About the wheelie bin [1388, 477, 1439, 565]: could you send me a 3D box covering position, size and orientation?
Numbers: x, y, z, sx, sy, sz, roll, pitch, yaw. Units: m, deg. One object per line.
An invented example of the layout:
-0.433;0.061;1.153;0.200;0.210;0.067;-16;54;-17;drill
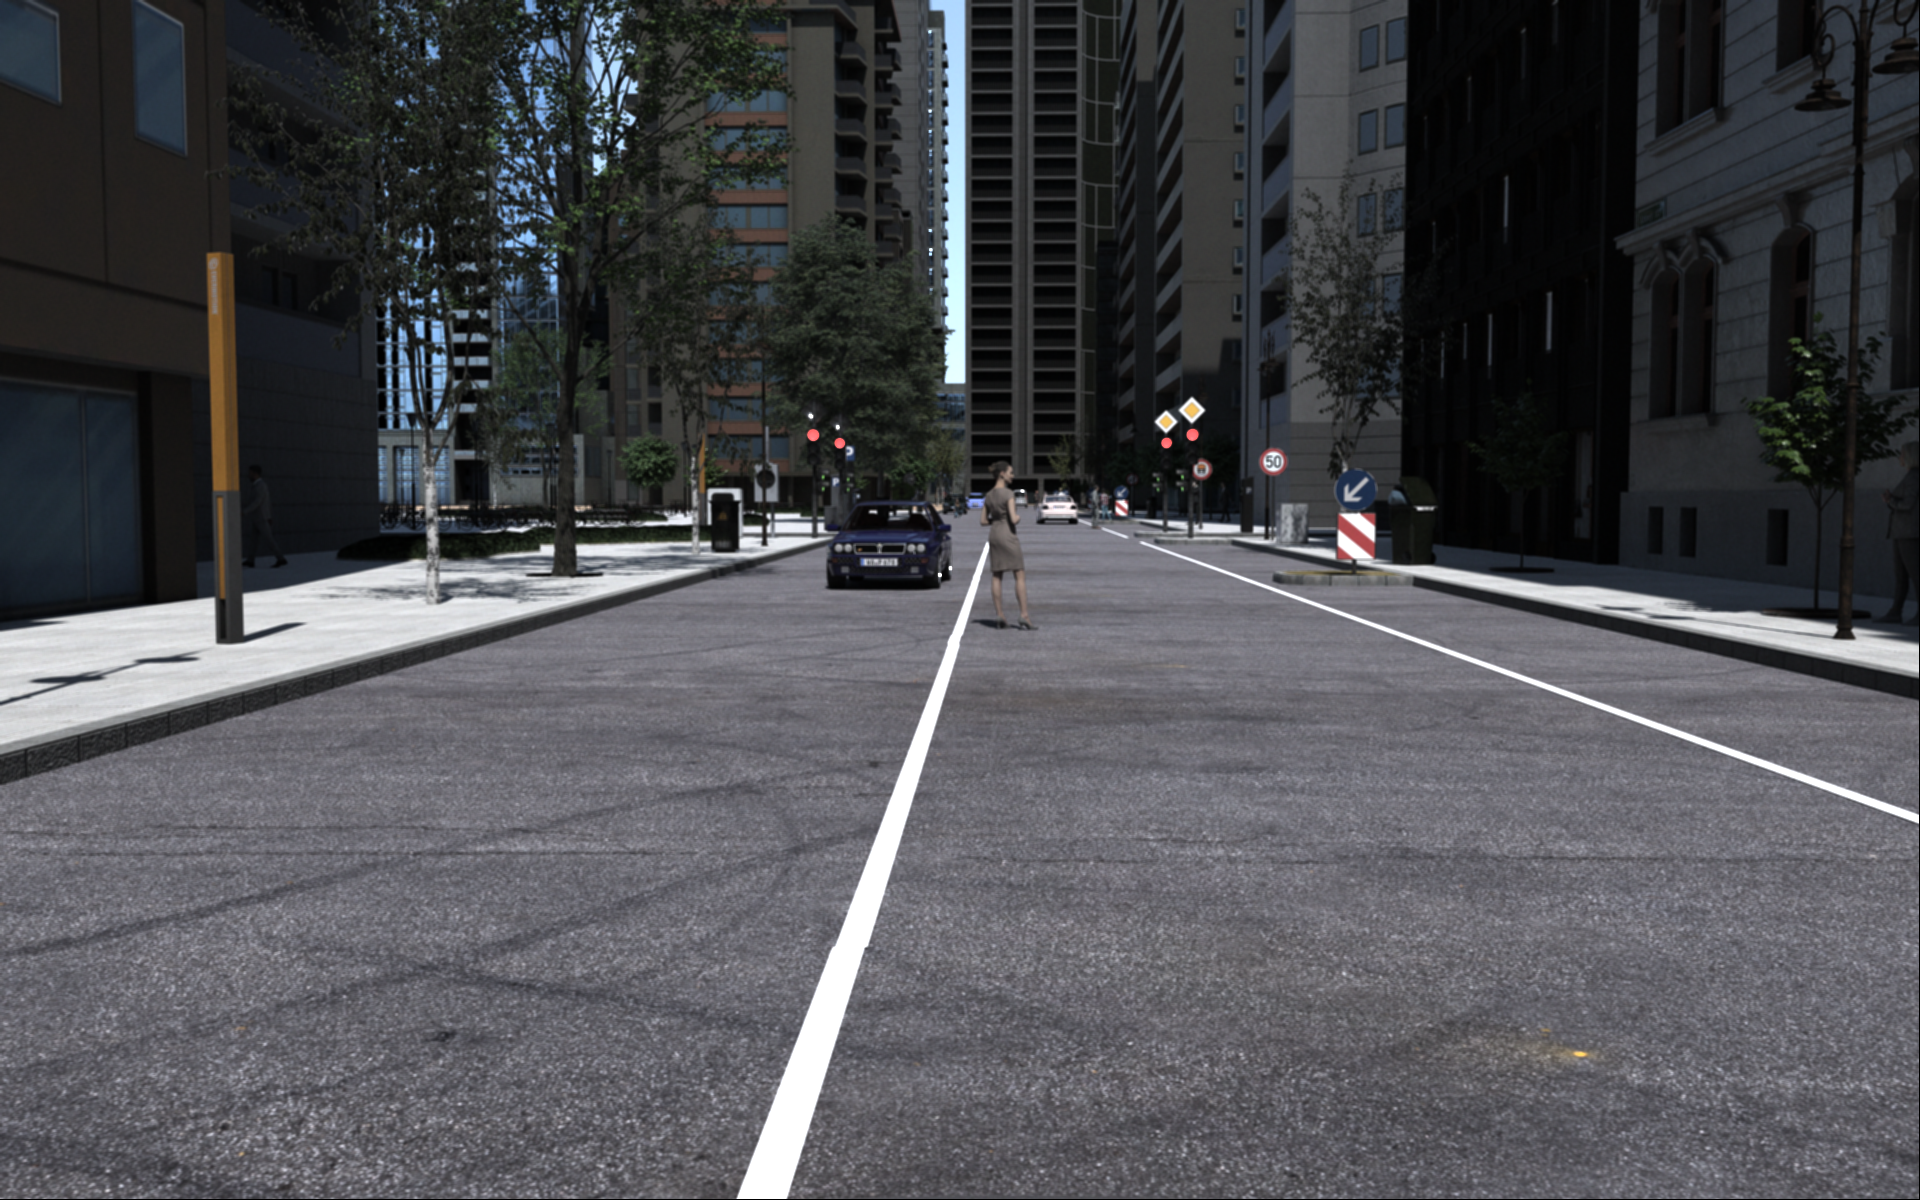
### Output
8.162;-1.433;31.343;0.980;1.594;0.693;-2;4;-30;wheelie bin

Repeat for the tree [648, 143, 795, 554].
-5.577;-5.267;36.483;4.360;8.622;3.978;0;3;0;tree

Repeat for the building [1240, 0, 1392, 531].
26.487;-32.134;67.387;28.212;58.520;21.231;0;4;1;building

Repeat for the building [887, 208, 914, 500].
-11.913;-24.323;169.388;14.160;30.474;14.107;0;4;1;building

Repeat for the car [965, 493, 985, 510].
1.481;-9.243;160.714;1.945;1.707;3.694;0;4;2;car

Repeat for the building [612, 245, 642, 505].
-31.596;-26.190;199.904;14.107;30.474;14.160;0;4;1;building

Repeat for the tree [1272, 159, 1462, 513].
8.933;-5.431;39.163;4.360;8.622;3.978;0;3;0;tree

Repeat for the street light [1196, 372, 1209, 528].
9.103;-5.659;65.312;0.468;5.910;1.993;0;4;1;street light

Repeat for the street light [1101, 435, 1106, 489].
10.945;-9.779;132.679;0.468;5.910;1.993;0;4;1;street light

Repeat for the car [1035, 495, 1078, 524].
4.690;-4.365;83.723;2.083;1.381;4.827;0;4;0;car

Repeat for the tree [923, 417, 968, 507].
-1.380;-13.207;166.297;4.737;8.622;4.395;0;3;0;tree

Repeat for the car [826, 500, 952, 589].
-1.080;-0.913;27.501;1.945;1.354;3.894;0;4;3;car

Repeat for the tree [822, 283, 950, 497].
-3.860;-10.615;91.676;7.486;12.596;7.792;0;3;0;tree

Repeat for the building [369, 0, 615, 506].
-54.247;-53.951;194.775;31.000;86.520;22.319;0;4;1;building

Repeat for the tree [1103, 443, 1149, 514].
10.805;-6.645;92.363;4.285;4.588;4.351;0;3;0;tree

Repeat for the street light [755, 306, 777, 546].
-4.836;-4.275;42.687;0.468;5.910;1.993;0;4;1;street light

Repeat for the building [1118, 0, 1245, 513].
25.077;-32.163;149.567;21.300;48.544;21.600;0;4;1;building

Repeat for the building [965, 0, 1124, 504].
11.155;-48.380;229.265;20.611;71.187;20.563;0;4;1;building

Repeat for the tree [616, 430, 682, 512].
-15.762;-6.372;87.891;4.285;4.588;4.351;0;3;0;tree

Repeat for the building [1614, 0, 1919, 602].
17.598;-14.139;18.568;14.401;28.519;23.554;0;4;1;building

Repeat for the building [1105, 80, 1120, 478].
27.162;-33.999;175.485;23.786;49.044;30.456;0;4;1;building

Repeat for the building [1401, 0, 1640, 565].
17.933;-12.771;38.485;12.332;23.373;15.834;0;4;1;building

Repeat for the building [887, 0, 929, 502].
-14.315;-46.312;195.451;20.611;71.187;20.563;0;4;1;building

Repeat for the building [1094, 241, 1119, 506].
22.379;-26.099;198.425;14.160;30.474;14.107;0;4;1;building

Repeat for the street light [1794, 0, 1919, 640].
7.826;-2.591;15.149;0.468;5.910;1.993;0;4;1;street light

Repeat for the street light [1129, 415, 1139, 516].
9.951;-7.730;99.168;0.468;5.910;1.993;0;4;1;street light

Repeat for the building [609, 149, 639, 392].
-37.325;-35.335;227.844;14.200;45.320;14.600;0;4;1;building

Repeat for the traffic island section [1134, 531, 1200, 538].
6.904;-2.189;58.077;2.009;0.180;2.903;0;4;1;traffic island section

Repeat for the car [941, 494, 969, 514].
-0.347;-7.024;124.629;2.009;1.686;4.222;0;4;1;car

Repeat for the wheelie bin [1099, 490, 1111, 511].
10.856;-7.472;130.077;0.980;1.594;0.693;-1;4;-14;wheelie bin

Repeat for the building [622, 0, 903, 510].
-16.359;-30.152;147.614;22.147;44.769;28.867;0;4;1;building

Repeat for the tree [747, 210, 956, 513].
-4.926;-10.465;77.755;9.857;13.997;8.962;0;3;0;tree

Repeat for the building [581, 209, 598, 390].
-58.751;-35.326;232.212;28.867;44.769;22.147;0;4;1;building

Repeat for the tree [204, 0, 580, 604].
-6.155;-4.242;19.718;4.360;8.622;3.978;0;3;0;tree

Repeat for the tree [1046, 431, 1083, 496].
12.469;-15.378;201.787;4.737;8.622;4.395;0;3;0;tree

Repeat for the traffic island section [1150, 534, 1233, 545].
6.695;-1.701;50.095;2.009;0.180;2.903;0;4;1;traffic island section

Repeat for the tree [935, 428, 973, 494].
-0.889;-14.751;191.542;4.360;8.622;3.978;0;3;0;tree

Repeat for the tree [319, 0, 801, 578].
-6.001;-6.165;26.560;9.928;11.665;9.643;0;3;0;tree

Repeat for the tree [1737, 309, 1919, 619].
9.007;-1.450;18.310;1.663;3.219;1.824;0;3;0;tree

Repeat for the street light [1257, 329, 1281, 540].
8.653;-4.641;48.665;0.468;5.910;1.993;0;4;1;street light

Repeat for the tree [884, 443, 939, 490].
-3.224;-7.913;113.097;4.285;4.588;4.351;0;3;0;tree

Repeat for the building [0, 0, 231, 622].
-16.054;-22.213;13.291;14.600;45.320;14.200;0;4;1;building

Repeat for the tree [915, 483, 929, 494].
-3.098;-9.091;143.247;1.663;3.219;1.824;0;3;0;tree

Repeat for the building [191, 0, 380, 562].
-28.186;-30.224;36.154;28.212;58.520;21.231;0;4;1;building

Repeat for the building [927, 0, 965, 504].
-14.623;-56.116;230.174;31.000;86.520;22.319;0;4;1;building

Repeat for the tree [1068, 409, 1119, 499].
11.563;-12.226;150.265;4.360;8.622;3.978;0;3;0;tree

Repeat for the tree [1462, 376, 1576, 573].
9.325;-2.071;28.455;1.663;3.219;1.824;0;3;0;tree

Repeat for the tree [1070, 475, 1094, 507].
12.678;-11.118;176.373;1.663;3.219;1.824;0;3;0;tree
